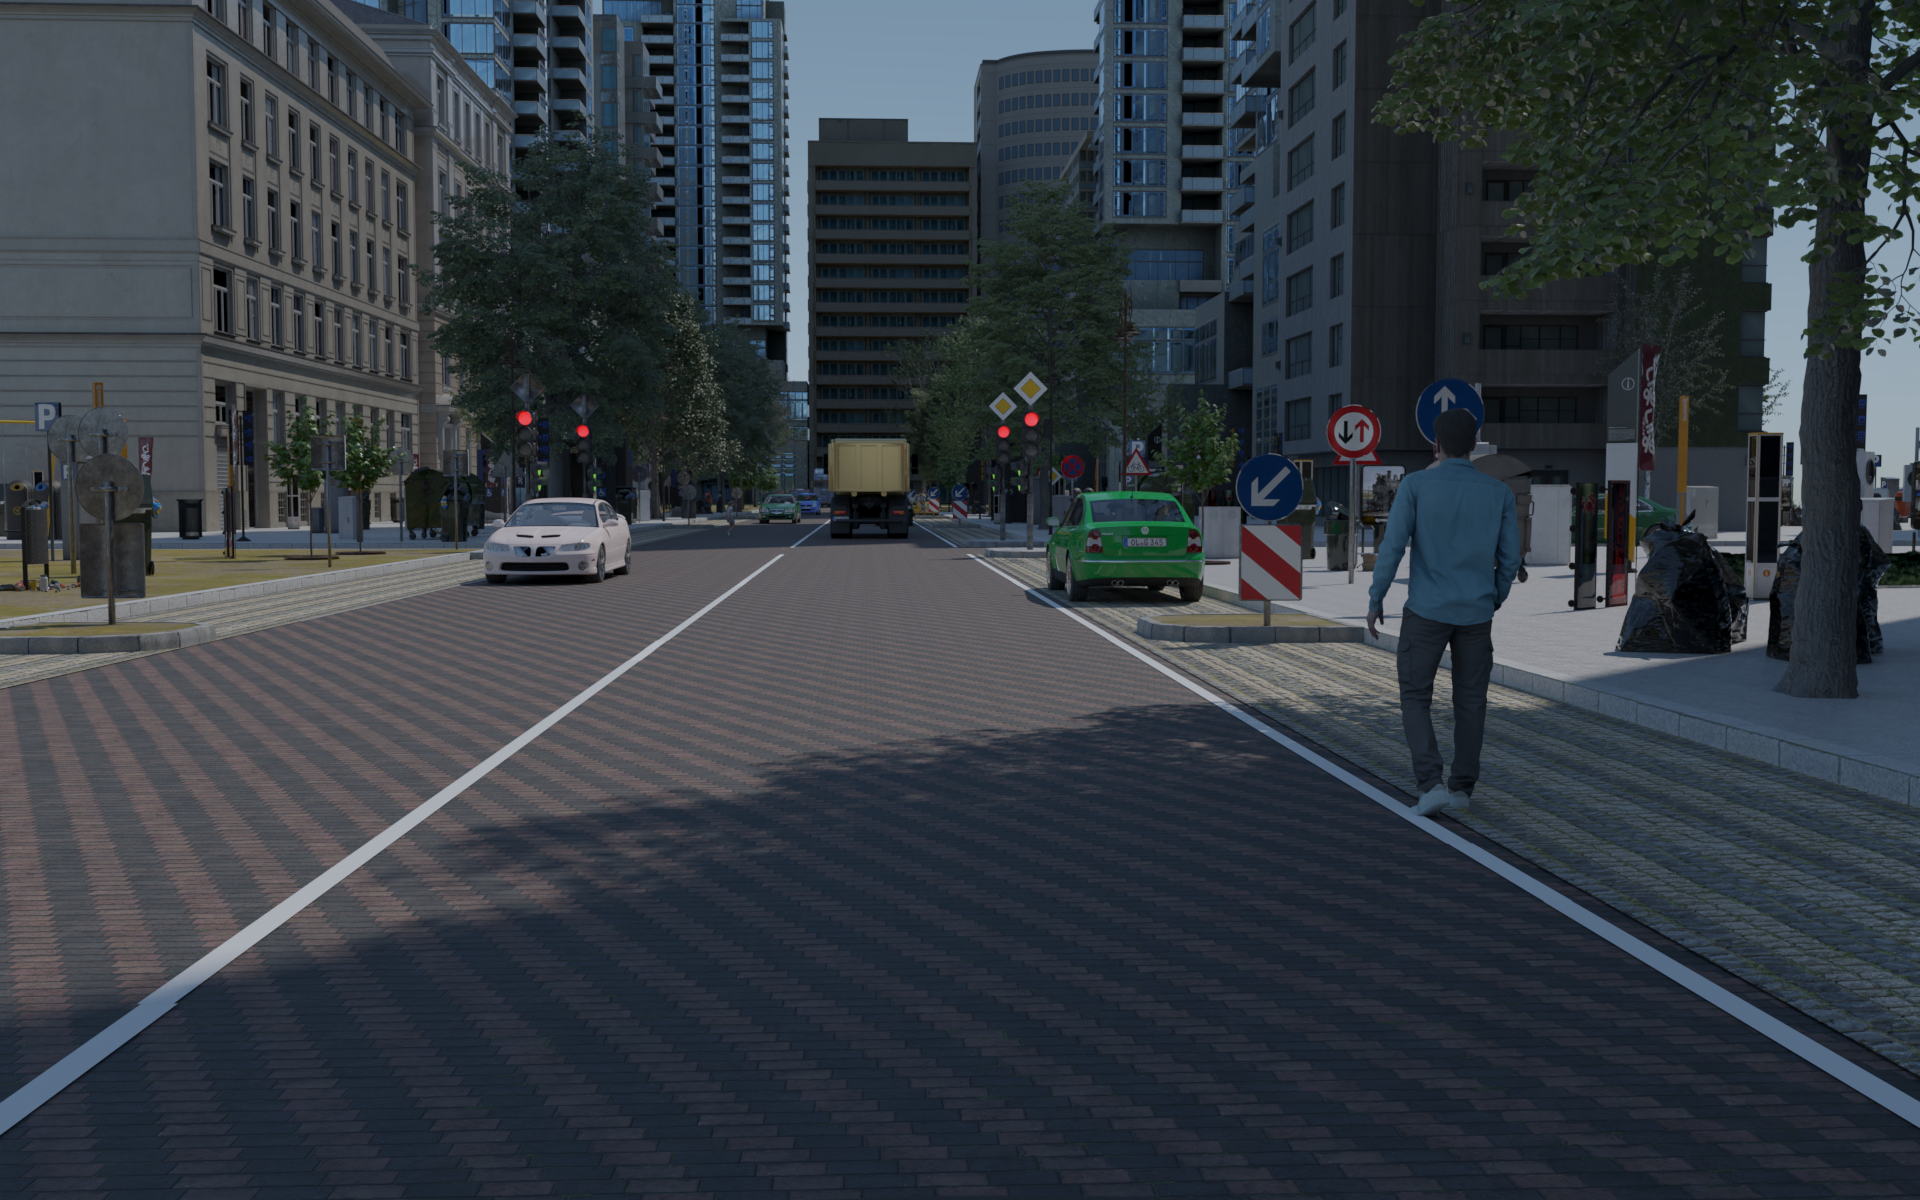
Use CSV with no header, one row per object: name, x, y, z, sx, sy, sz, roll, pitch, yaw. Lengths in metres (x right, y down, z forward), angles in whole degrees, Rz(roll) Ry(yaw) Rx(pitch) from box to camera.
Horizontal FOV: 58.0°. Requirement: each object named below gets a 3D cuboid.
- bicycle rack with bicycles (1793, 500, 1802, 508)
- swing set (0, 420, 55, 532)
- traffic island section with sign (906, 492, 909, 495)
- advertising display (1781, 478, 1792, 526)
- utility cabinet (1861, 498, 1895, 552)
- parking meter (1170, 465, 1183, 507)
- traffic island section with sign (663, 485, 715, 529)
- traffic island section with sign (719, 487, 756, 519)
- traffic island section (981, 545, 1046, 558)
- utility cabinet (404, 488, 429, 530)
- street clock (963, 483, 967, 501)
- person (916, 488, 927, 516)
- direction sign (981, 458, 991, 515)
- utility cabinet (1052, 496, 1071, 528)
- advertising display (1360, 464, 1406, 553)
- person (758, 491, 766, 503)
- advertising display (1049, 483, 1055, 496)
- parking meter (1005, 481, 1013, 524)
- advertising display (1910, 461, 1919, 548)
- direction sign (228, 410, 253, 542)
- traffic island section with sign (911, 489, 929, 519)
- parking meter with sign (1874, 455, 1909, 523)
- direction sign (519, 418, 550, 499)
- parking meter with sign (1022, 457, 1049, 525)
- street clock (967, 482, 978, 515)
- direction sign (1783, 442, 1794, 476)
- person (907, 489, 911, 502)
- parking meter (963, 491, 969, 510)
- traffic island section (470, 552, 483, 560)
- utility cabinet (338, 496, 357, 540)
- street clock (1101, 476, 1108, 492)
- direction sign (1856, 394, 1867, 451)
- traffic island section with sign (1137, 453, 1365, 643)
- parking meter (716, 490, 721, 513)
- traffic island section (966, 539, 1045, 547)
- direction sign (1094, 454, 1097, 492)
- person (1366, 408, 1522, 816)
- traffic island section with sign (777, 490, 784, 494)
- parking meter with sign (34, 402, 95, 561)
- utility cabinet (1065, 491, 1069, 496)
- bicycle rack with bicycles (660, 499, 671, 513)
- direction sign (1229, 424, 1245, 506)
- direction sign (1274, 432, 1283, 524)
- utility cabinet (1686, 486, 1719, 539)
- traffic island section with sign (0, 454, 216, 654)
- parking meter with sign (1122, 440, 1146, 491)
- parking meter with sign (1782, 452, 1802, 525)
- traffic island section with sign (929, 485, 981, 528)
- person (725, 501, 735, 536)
bicycle rack with bicycles,54.771,-6.026,111.906,2.925,0.926,2.852,-3,5,-39
swing set,-20.655,-2.378,36.506,3.119,2.851,2.862,-3,5,-41
traffic island section with sign,-5.764,-10.274,176.607,1.989,1.847,2.006,0,4,-3
advertising display,32.496,-3.888,68.779,0.974,1.923,0.123,3,5,42
utility cabinet,15.126,-1.090,28.982,0.306,1.237,1.020,-1,4,-11
parking meter,4.363,-1.788,34.951,0.255,1.863,0.399,1,4,10
traffic island section with sign,-11.222,-3.867,71.846,1.989,1.847,2.006,0,4,-3
traffic island section with sign,-12.695,-5.521,98.902,1.989,1.847,2.006,0,4,-3
traffic island section,1.635,-1.078,39.898,2.009,0.180,2.903,0,4,-3
utility cabinet,-19.139,-3.202,61.029,0.318,1.500,1.173,1,4,11
street clock,0.422,-6.443,109.920,0.471,2.002,0.358,-1,4,-12
person,-2.281,-5.823,103.802,0.778,1.811,0.616,0,4,7
direction sign,1.594,-7.141,108.746,0.876,3.537,0.379,2,4,28
utility cabinet,3.841,-3.380,66.419,1.020,1.237,0.306,0,4,5
advertising display,9.215,-1.991,37.765,0.974,1.923,0.123,0,4,-1
person,-22.945,-11.839,202.154,1.350,1.814,0.705,1,4,11
advertising display,4.088,-4.538,79.404,0.123,1.923,0.974,-2,4,-26
parking meter,2.083,-4.240,75.032,0.399,1.863,0.255,3,5,41
advertising display,18.979,-1.735,33.588,0.974,1.923,0.123,1,4,8
direction sign,-19.421,-3.354,46.841,0.379,3.537,0.876,1,4,18
traffic island section with sign,-1.647,-5.612,100.380,1.989,1.847,2.006,0,4,-3
parking meter with sign,41.310,-4.932,76.893,1.738,3.016,0.543,-1,4,-16
direction sign,-12.600,-3.626,51.280,0.876,3.537,0.379,-1,4,-18
parking meter with sign,3.345,-4.643,72.180,0.543,3.016,1.738,-3,4,-36
street clock,0.861,-6.326,108.002,0.471,2.002,0.358,-3,4,-36
direction sign,35.920,-5.111,75.554,0.379,3.537,0.876,-2,4,-32
person,-3.525,-6.946,122.412,0.624,1.780,0.694,0,4,1
parking meter,0.411,-6.373,112.607,0.372,1.533,0.369,0,3,0
traffic island section,-9.789,-1.040,39.287,2.009,0.180,2.903,0,4,-3
utility cabinet,-17.255,-2.315,49.008,0.306,1.237,1.020,-3,5,-42
street clock,5.905,-4.054,70.855,0.358,2.002,0.471,0,4,-2
direction sign,20.101,-2.895,39.326,0.876,3.537,0.379,0,4,0
traffic island section with sign,2.846,-0.543,17.503,1.989,1.847,2.006,0,4,-3
parking meter,-16.662,-6.804,119.650,0.372,1.533,0.369,0,3,0
traffic island section,1.204,-1.565,47.872,2.009,0.180,2.903,0,4,-3
direction sign,7.676,-6.492,98.143,0.379,3.537,0.876,1,4,10
person,2.191,0.044,7.795,0.660,1.820,0.620,0,4,-3
traffic island section with sign,-15.434,-8.619,149.546,1.989,1.847,2.006,0,4,-3
parking meter with sign,-17.092,-2.293,33.748,0.543,3.016,1.738,1,4,15
utility cabinet,6.499,-6.386,113.085,1.173,1.500,0.318,1,4,11
bicycle rack with bicycles,-20.247,-6.461,119.018,2.852,0.926,2.925,3,5,42
direction sign,9.016,-3.944,56.478,0.379,3.537,0.876,-2,4,-25
direction sign,11.770,-4.409,64.087,0.379,3.537,0.876,0,4,-8
utility cabinet,20.740,-2.436,48.504,1.173,1.500,0.318,-2,4,-31
traffic island section with sign,-8.225,-0.471,16.336,1.989,1.847,2.006,0,4,-3
parking meter with sign,5.470,-3.634,55.676,0.543,3.016,1.738,1,4,23
parking meter with sign,33.889,-4.590,71.300,0.543,3.016,1.738,-3,5,-40
traffic island section with sign,-0.153,-3.939,73.032,1.989,1.847,2.006,0,4,-3
person,-7.839,-2.765,58.728,0.382,1.210,0.505,-2,4,-33
